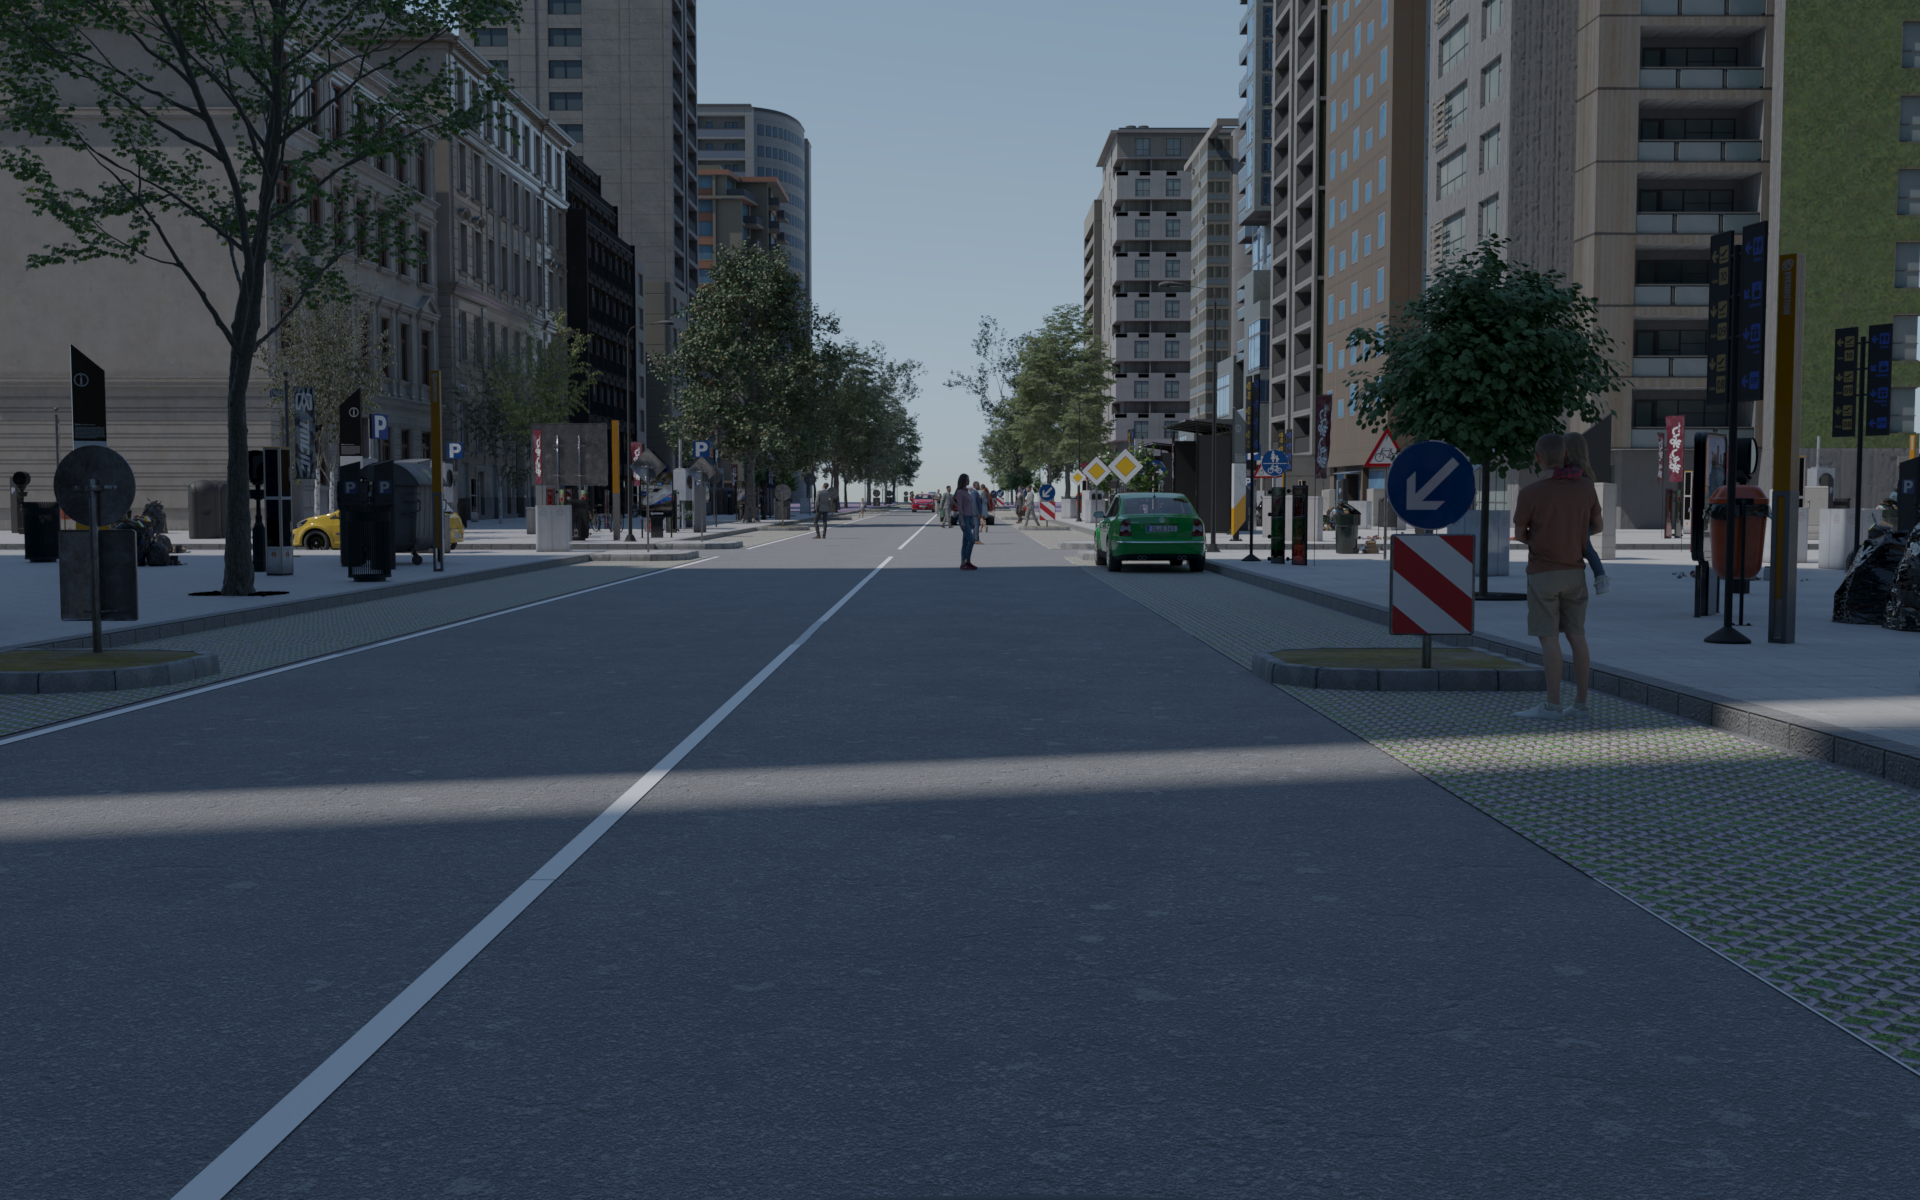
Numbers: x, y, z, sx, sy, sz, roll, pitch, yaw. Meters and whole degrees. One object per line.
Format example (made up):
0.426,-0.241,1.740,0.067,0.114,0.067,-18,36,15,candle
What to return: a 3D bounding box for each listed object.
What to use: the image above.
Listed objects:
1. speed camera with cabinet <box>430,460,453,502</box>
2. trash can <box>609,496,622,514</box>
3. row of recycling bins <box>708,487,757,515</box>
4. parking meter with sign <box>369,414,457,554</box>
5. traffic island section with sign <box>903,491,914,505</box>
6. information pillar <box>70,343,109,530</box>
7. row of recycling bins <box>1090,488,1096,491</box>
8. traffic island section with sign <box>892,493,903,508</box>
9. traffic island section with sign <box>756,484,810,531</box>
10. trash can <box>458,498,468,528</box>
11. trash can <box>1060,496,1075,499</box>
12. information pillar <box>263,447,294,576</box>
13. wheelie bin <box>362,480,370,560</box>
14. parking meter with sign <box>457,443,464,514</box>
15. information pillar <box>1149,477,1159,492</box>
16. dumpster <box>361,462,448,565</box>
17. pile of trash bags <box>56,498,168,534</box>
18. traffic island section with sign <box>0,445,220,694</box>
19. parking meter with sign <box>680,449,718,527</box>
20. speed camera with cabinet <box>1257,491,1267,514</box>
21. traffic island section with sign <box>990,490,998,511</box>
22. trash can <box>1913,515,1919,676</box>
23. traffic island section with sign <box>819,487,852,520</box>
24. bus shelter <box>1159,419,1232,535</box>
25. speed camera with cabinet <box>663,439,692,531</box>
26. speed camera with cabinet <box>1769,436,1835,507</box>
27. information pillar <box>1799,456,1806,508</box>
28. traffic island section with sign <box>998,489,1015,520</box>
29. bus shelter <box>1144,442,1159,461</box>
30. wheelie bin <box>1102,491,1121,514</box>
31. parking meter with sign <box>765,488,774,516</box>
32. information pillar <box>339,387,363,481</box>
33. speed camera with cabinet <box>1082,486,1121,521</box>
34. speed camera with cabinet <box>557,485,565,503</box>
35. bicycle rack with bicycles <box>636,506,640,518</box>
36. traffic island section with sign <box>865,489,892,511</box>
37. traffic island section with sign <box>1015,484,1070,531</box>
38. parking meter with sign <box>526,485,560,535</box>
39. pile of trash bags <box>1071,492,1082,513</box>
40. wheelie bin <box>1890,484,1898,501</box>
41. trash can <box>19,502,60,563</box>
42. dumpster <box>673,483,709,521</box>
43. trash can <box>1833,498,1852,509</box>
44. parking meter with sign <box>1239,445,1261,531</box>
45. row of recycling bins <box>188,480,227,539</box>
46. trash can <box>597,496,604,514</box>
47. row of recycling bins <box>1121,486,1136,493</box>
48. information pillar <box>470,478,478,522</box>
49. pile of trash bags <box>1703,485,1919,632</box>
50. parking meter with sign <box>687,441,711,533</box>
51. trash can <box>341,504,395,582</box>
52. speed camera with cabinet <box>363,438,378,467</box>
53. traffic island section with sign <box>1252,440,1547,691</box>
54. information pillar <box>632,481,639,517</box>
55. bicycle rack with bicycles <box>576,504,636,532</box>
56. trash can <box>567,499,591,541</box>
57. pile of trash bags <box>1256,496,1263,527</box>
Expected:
-14.799,-3.322,48.657,0.660,3.252,2.038,0,3,0,speed camera with cabinet
-20.568,-5.615,103.460,0.748,1.137,0.748,0,3,0,trash can
-14.529,-6.367,111.217,3.534,1.692,1.069,-3,5,-39,row of recycling bins
-11.885,-2.525,37.550,1.738,3.016,0.543,1,4,19,parking meter with sign
-7.021,-13.407,227.835,1.989,1.847,2.006,0,3,0,traffic island section with sign
-13.633,-2.188,27.124,0.504,3.616,0.183,-2,4,-30,information pillar
8.158,-5.804,102.013,1.069,1.692,3.534,0,4,-1,row of recycling bins
-6.996,-10.062,173.148,1.989,1.847,2.006,0,3,0,traffic island section with sign
-6.913,-3.620,67.820,1.989,1.847,2.006,0,3,0,traffic island section with sign
-18.177,-3.125,62.748,0.748,1.137,0.748,0,3,0,trash can
6.891,-6.173,112.585,0.748,1.137,0.748,0,3,0,trash can
-10.719,-1.391,27.241,0.304,2.012,0.304,1,4,15,information pillar
-11.502,-1.576,33.673,0.693,1.594,0.980,0,4,-6,wheelie bin
-17.124,-3.770,57.907,0.543,3.016,1.738,0,4,2,parking meter with sign
6.602,-3.354,59.332,0.304,2.012,0.304,-3,5,-44,information pillar
-10.274,-1.592,31.788,1.264,1.857,1.865,0,3,0,dumpster
-27.511,-2.847,56.299,3.447,1.369,1.912,-1,4,-12,pile of trash bags
-6.882,-0.284,13.268,1.989,1.847,2.006,0,3,0,traffic island section with sign
-10.249,-4.323,66.946,1.738,3.016,0.543,0,4,4,parking meter with sign
14.363,-5.663,86.928,2.038,3.252,0.660,0,4,6,speed camera with cabinet
3.268,-8.386,145.744,1.989,1.847,2.006,0,3,0,traffic island section with sign
6.709,0.012,11.450,0.748,1.137,0.748,0,3,0,trash can
-6.932,-5.269,94.775,1.989,1.847,2.006,0,3,0,traffic island section with sign
7.948,-4.057,57.616,1.731,3.624,6.357,0,3,0,bus shelter
-10.200,-4.125,61.781,0.660,3.252,2.038,2,4,25,speed camera with cabinet
28.656,-3.951,58.927,2.038,3.252,0.660,0,4,-8,speed camera with cabinet
16.068,-1.769,33.416,0.304,2.012,0.304,0,4,-6,information pillar
3.283,-5.343,95.990,1.989,1.847,2.006,0,3,0,traffic island section with sign
9.533,-5.495,81.132,1.731,3.624,6.357,0,3,0,bus shelter
7.000,-4.407,79.963,0.980,1.594,0.693,2,4,34,wheelie bin
-11.401,-6.562,103.552,0.543,3.016,1.738,-1,4,-22,parking meter with sign
-13.304,-2.848,37.927,0.504,3.616,0.183,0,4,2,information pillar
6.772,-5.405,82.707,2.038,3.252,0.660,-3,4,-37,speed camera with cabinet
-20.880,-5.869,90.289,0.660,3.252,2.038,2,4,33,speed camera with cabinet
-18.214,-4.926,93.920,2.925,0.926,2.852,0,4,-5,bicycle rack with bicycles
-6.971,-8.414,146.193,1.989,1.847,2.006,0,3,0,traffic island section with sign
3.303,-3.658,68.436,1.989,1.847,2.006,0,3,0,traffic island section with sign
-13.302,-3.630,55.615,0.543,3.016,1.738,1,4,18,parking meter with sign
8.111,-6.600,117.661,1.912,1.369,3.447,0,4,-6,pile of trash bags
28.207,-2.679,51.709,0.980,1.594,0.693,-1,4,-14,wheelie bin
-17.244,-1.278,32.541,0.748,1.137,0.748,0,3,0,trash can
-10.204,-3.785,64.378,1.502,2.255,1.985,0,3,0,dumpster
30.231,-2.927,59.516,0.748,1.137,0.748,0,3,0,trash can
10.143,-3.949,60.829,0.543,3.016,1.738,1,4,19,parking meter with sign
-21.855,-2.679,50.917,1.069,1.692,3.534,-1,4,-11,row of recycling bins
-21.854,-5.776,106.095,0.748,1.137,0.748,0,3,0,trash can
8.594,-5.139,91.132,1.069,1.692,3.534,1,4,20,row of recycling bins
-22.262,-4.580,79.372,0.304,2.012,0.304,-1,4,-9,information pillar
9.047,-0.430,16.778,3.447,1.369,1.912,1,4,13,pile of trash bags
-8.683,-3.764,57.799,0.543,3.016,1.738,-1,4,-13,parking meter with sign
-8.679,-0.843,25.438,0.748,1.137,0.748,0,3,0,trash can
-15.962,-3.162,46.033,0.660,3.252,2.038,-2,4,-30,speed camera with cabinet
3.339,-0.295,13.444,1.989,1.847,2.006,0,3,0,traffic island section with sign
-18.144,-5.648,96.838,0.304,2.012,0.304,0,4,-2,information pillar
-12.768,-2.762,58.534,2.852,0.926,2.925,-1,4,-23,bicycle rack with bicycles
-10.530,-2.199,47.611,0.748,1.137,0.748,0,3,0,trash can
11.985,-3.602,68.643,3.447,1.369,1.912,1,4,22,pile of trash bags
